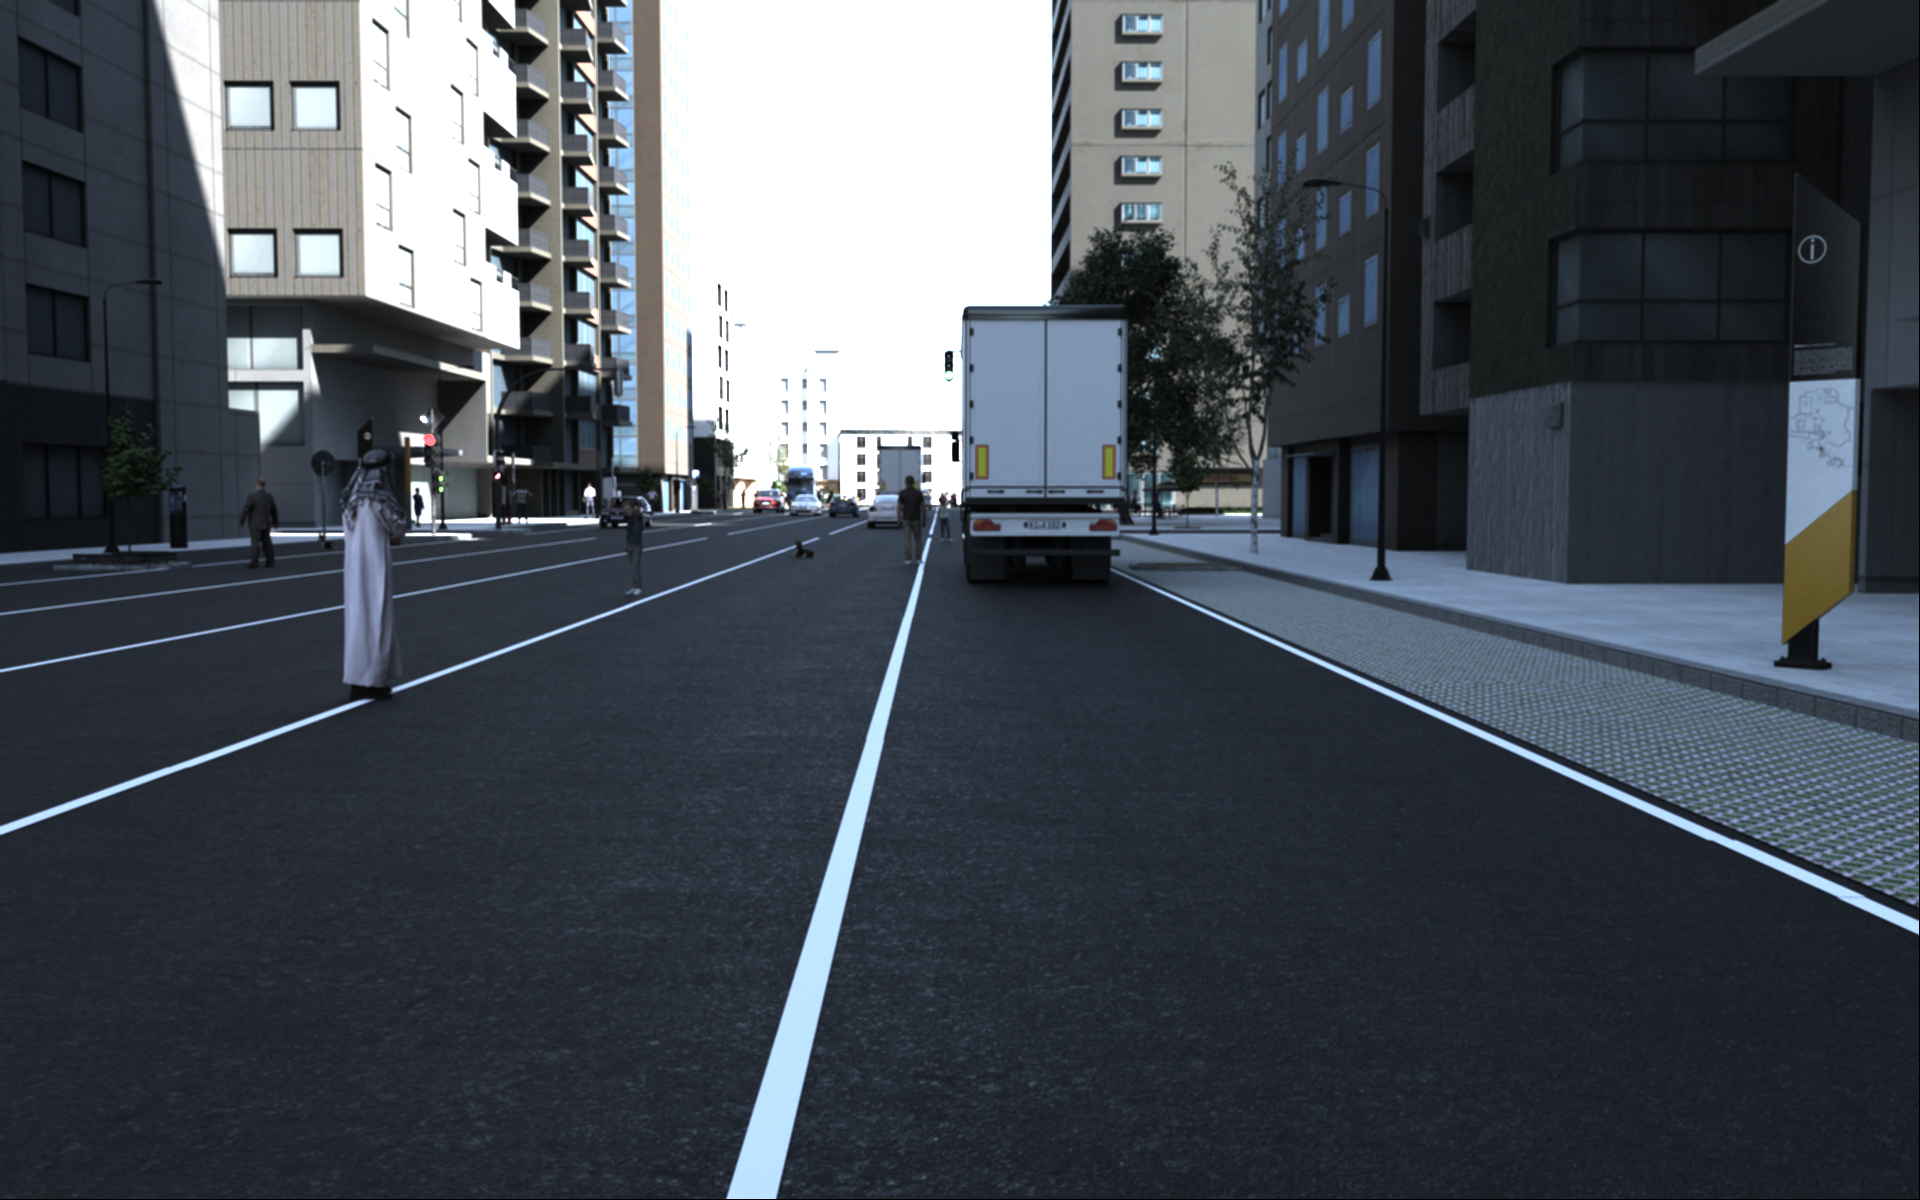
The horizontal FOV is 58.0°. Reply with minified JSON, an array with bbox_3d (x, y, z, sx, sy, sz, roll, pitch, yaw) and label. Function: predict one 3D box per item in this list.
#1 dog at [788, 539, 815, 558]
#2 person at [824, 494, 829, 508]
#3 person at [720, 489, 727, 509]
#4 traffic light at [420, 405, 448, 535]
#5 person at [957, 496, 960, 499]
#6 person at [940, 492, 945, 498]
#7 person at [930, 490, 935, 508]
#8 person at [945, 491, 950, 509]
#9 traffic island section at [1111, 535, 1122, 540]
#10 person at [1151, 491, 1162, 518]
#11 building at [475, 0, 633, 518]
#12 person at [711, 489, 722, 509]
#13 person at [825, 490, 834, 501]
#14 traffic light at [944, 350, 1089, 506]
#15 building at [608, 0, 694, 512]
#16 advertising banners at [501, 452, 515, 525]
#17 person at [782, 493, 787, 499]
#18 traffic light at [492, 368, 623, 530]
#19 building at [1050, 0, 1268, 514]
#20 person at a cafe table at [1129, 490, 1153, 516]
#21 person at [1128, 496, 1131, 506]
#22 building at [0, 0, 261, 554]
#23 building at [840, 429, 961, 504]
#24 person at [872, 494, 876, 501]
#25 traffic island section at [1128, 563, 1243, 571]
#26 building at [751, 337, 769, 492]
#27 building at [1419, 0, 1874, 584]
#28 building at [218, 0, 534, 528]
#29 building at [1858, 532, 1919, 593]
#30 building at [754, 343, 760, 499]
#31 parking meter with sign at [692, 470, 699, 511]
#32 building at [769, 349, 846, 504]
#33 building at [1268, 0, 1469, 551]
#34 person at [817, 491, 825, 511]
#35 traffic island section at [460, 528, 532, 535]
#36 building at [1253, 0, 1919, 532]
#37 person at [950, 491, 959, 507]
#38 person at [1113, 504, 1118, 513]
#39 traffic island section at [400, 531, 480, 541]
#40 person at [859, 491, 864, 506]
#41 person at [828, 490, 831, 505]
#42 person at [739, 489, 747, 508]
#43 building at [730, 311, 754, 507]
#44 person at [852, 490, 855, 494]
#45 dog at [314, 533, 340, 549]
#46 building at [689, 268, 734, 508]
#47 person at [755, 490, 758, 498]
[{"bbox_3d":[-3.571,-1.157,39.118,0.550,0.427,0.748,-1,4,-17],"label":"dog"},{"bbox_3d":[-13.634,-10.094,176.719,0.799,1.438,0.628,1,4,13],"label":"person"},{"bbox_3d":[-19.995,-8.545,146.473,0.721,1.743,1.217,-3,4,-36],"label":"person"},{"bbox_3d":[-16.599,-4.017,54.596,0.839,4.253,0.868,0,4,-1],"label":"traffic light"},{"bbox_3d":[0.254,-10.621,182.868,1.217,1.735,0.721,-2,4,-27],"label":"person"},{"bbox_3d":[-2.065,-11.964,204.837,0.721,1.743,1.217,-2,4,-24],"label":"person"},{"bbox_3d":[-3.102,-10.705,183.515,0.705,1.826,1.348,2,4,31],"label":"person"},{"bbox_3d":[-1.182,-9.516,164.761,0.551,1.740,0.621,0,4,4],"label":"person"},{"bbox_3d":[4.001,-1.998,54.943,2.009,0.180,2.903,0,4,-1],"label":"traffic island section"},{"bbox_3d":[10.668,-5.379,94.113,0.598,1.807,0.434,1,4,11],"label":"person"},{"bbox_3d":[-32.479,-27.558,105.198,22.147,44.769,28.867,0,4,-1],"label":"building"},{"bbox_3d":[-21.336,-8.921,152.616,1.217,1.736,0.721,0,4,7],"label":"person"},{"bbox_3d":[-11.048,-8.488,147.991,0.721,1.743,1.217,3,5,42],"label":"person"},{"bbox_3d":[1.870,-4.893,54.665,4.771,5.953,1.251,0,4,-1],"label":"traffic light"},{"bbox_3d":[-27.583,-29.151,126.728,14.600,45.320,14.200,0,4,-1],"label":"building"},{"bbox_3d":[-18.655,-4.611,71.579,0.090,3.025,2.074,0,4,2],"label":"advertising banners"},{"bbox_3d":[-20.258,-11.708,198.183,1.217,1.736,0.721,-1,4,-11],"label":"person"},{"bbox_3d":[-14.593,-5.380,62.637,4.771,5.953,1.251,0,4,-1],"label":"traffic light"},{"bbox_3d":[17.733,-30.522,122.742,21.300,48.544,21.600,0,4,-1],"label":"building"},{"bbox_3d":[10.345,-5.604,100.140,1.698,1.524,1.622,-2,4,-35],"label":"person at a cafe table"},{"bbox_3d":[8.935,-5.120,92.996,0.726,1.435,0.776,0,4,7],"label":"person"},{"bbox_3d":[-30.983,-36.752,39.151,20.611,71.187,20.563,0,4,-1],"label":"building"},{"bbox_3d":[-1.529,-17.493,228.157,28.070,9.664,9.099,0,4,-1],"label":"building"},{"bbox_3d":[-8.776,-10.221,178.835,0.599,1.433,0.991,-2,4,-31],"label":"person"},{"bbox_3d":[4.238,-0.618,32.976,1.991,0.108,1.994,0,4,-1],"label":"traffic island section"},{"bbox_3d":[-39.071,-20.633,203.801,31.486,18.905,16.747,0,4,-1],"label":"building"},{"bbox_3d":[15.621,-15.843,30.742,14.160,30.474,14.107,0,4,-1],"label":"building"},{"bbox_3d":[-35.713,-29.791,76.317,28.713,52.752,27.495,0,4,-1],"label":"building"},{"bbox_3d":[22.906,-25.665,8.860,28.713,52.752,27.495,0,4,-1],"label":"building"},{"bbox_3d":[-30.054,-20.288,188.136,16.016,20.091,11.380,0,4,-1],"label":"building"},{"bbox_3d":[-19.373,-7.961,126.429,0.543,3.016,1.738,-1,4,-14],"label":"parking meter with sign"},{"bbox_3d":[-21.302,-22.984,232.211,11.380,20.091,16.016,0,4,-1],"label":"building"},{"bbox_3d":[16.328,-24.117,44.424,14.600,45.320,14.200,0,4,-1],"label":"building"},{"bbox_3d":[-12.061,-8.593,149.715,0.721,1.735,1.217,2,4,32],"label":"person"},{"bbox_3d":[-16.724,-2.473,62.714,2.009,0.180,2.903,0,4,-1],"label":"traffic island section"},{"bbox_3d":[28.570,-29.853,77.342,27.495,52.752,28.713,0,4,-1],"label":"building"},{"bbox_3d":[-0.570,-10.855,186.695,1.217,1.743,0.721,1,4,21],"label":"person"},{"bbox_3d":[8.076,-4.957,90.329,0.421,1.427,0.697,-3,4,-37],"label":"person"},{"bbox_3d":[-16.639,-1.985,54.730,2.009,0.180,2.903,0,4,-1],"label":"traffic island section"},{"bbox_3d":[-11.667,-11.970,204.651,0.683,1.767,0.568,-3,4,-38],"label":"person"},{"bbox_3d":[-11.556,-8.872,154.102,0.434,1.755,0.990,0,4,-2],"label":"person"},{"bbox_3d":[-19.989,-9.333,159.339,1.217,1.736,0.721,3,5,43],"label":"person"},{"bbox_3d":[-30.011,-19.584,176.621,16.016,20.091,11.380,0,4,-1],"label":"building"},{"bbox_3d":[-12.661,-12.150,206.780,0.705,1.869,1.348,2,4,26],"label":"person"},{"bbox_3d":[-16.557,-1.541,45.384,0.748,0.427,0.550,-2,4,-27],"label":"dog"},{"bbox_3d":[-36.074,-18.966,154.075,27.936,21.610,32.646,0,4,-1],"label":"building"},{"bbox_3d":[-20.519,-10.342,175.818,0.721,1.739,1.217,-2,4,-30],"label":"person"}]
